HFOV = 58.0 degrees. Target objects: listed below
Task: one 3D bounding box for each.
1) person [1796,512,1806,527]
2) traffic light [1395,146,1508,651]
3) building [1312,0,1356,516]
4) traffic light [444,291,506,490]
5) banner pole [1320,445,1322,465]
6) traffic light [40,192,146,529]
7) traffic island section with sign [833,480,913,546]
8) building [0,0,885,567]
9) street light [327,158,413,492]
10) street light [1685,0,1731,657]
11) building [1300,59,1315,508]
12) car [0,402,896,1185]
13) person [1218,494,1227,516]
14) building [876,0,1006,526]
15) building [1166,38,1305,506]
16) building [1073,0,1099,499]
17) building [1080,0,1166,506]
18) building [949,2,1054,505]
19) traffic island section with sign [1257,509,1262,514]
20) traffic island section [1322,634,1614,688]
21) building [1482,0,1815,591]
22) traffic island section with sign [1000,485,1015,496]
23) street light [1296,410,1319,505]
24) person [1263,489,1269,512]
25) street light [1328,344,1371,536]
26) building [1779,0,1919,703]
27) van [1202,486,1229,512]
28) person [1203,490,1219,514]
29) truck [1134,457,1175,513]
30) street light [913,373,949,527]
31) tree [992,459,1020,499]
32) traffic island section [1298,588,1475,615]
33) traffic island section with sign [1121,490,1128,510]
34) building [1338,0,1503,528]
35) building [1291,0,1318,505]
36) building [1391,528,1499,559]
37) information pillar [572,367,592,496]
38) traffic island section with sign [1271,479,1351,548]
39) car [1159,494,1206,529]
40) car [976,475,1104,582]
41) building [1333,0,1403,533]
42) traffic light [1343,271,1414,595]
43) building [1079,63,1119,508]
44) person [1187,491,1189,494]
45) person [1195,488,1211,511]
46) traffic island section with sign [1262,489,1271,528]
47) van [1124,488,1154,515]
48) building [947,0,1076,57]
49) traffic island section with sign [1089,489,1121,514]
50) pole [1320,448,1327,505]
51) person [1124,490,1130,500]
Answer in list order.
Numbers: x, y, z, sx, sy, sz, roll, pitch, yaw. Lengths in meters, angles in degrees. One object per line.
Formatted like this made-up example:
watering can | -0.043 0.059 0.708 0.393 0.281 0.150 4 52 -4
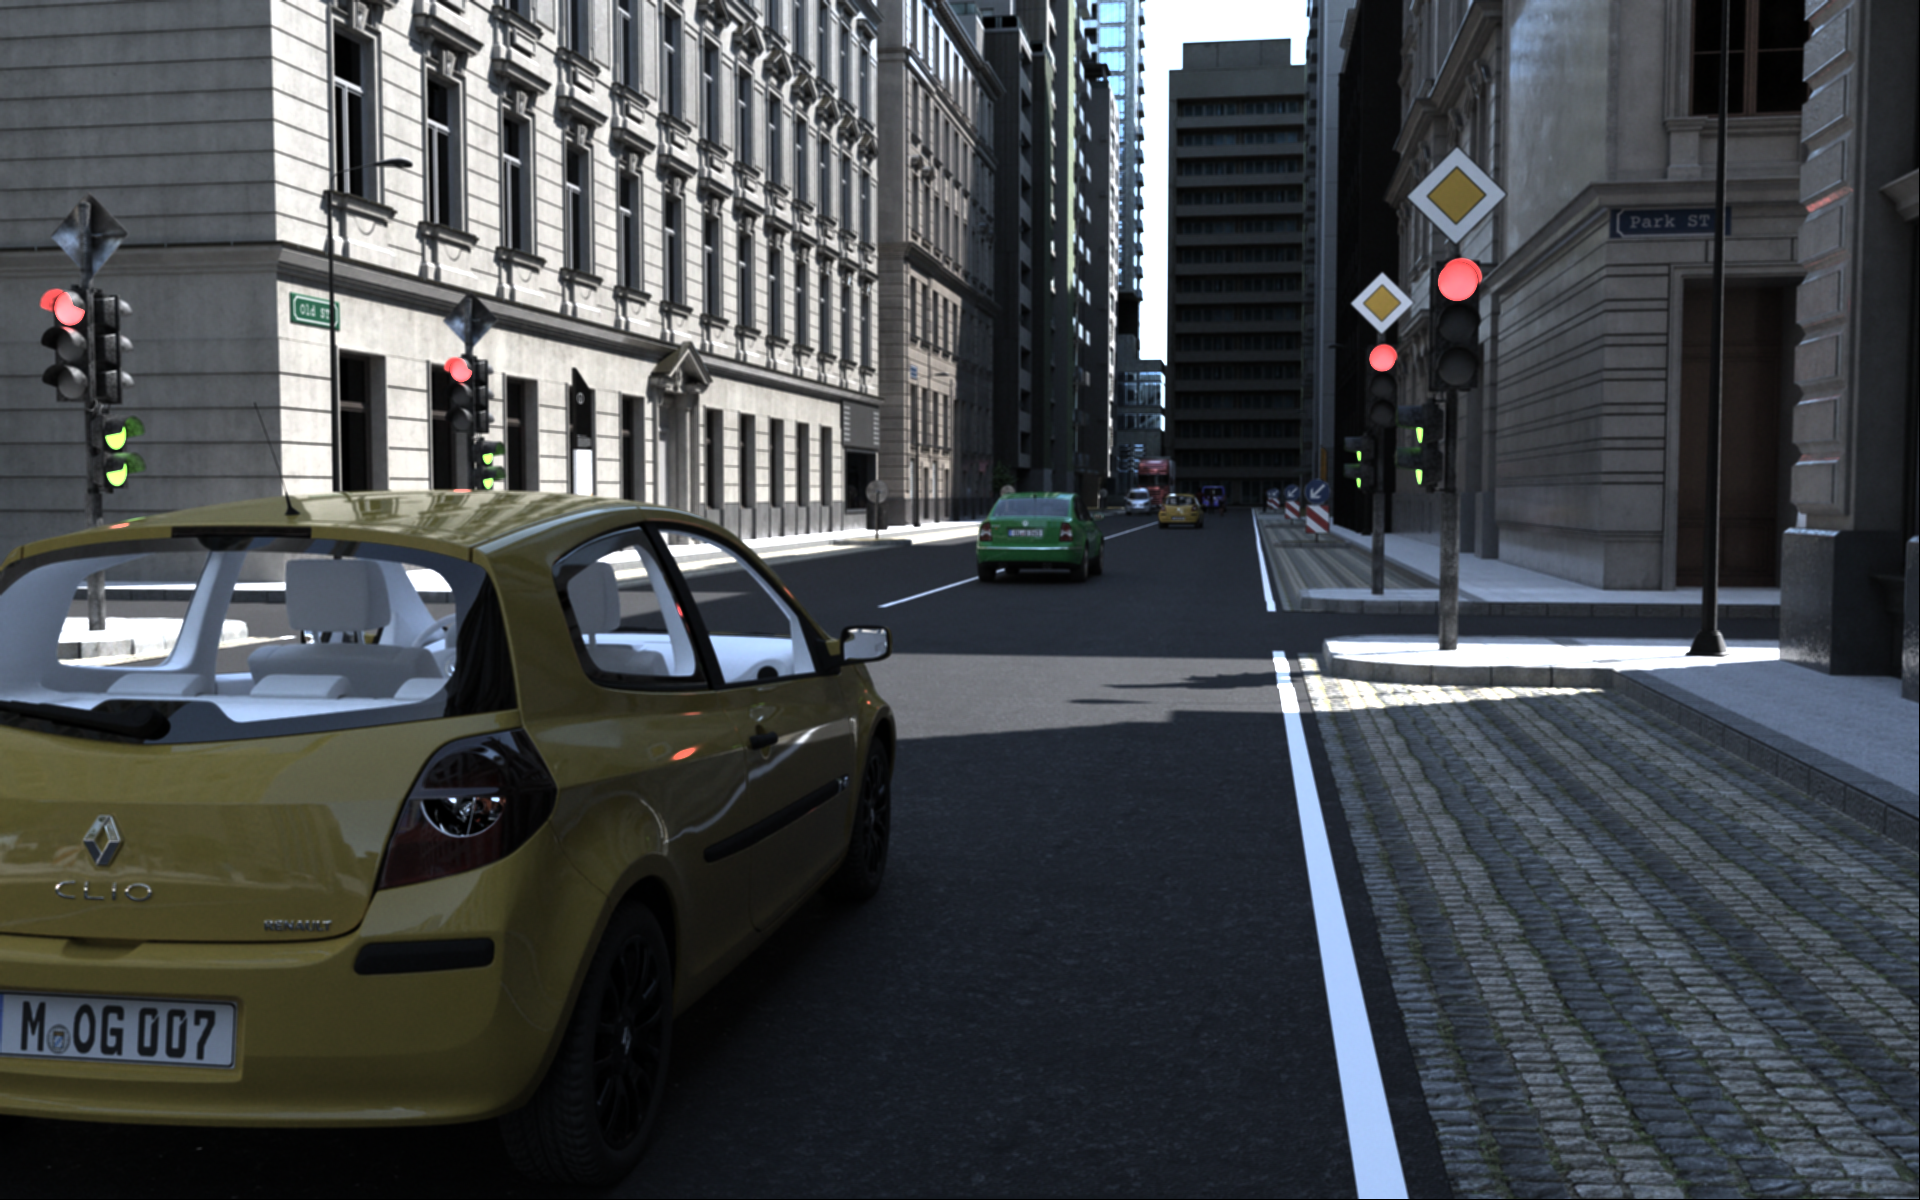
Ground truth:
person | 9.597 -0.508 19.408 0.503 1.515 0.523 2 4 28
traffic light | 4.003 -1.544 14.158 0.839 4.253 0.868 1 4 9
building | 33.413 -34.737 109.954 21.231 58.520 28.212 1 4 9
traffic light | -6.775 -2.148 24.035 0.839 4.253 0.868 1 4 9
banner pole | 18.386 -5.989 87.936 0.401 3.779 0.863 2 4 28
traffic light | -8.094 -1.666 16.159 0.839 4.253 0.868 1 4 9
traffic island section with sign | -2.385 -2.445 48.606 1.989 1.847 2.006 1 4 9
building | -13.992 -16.518 46.480 17.030 29.872 44.131 1 4 9
street light | -8.246 -3.158 24.170 1.470 5.913 1.316 1 4 9
street light | 5.434 -2.519 13.722 1.470 5.913 1.316 1 4 9
building | 39.171 -29.275 162.239 14.154 41.232 14.086 1 4 9
car | -1.297 0.312 5.117 2.015 1.641 3.980 1 4 9
person | 17.230 -6.223 113.486 0.421 1.427 0.697 -2 4 -26
building | -5.729 -17.337 80.717 12.463 27.353 25.104 1 4 9
building | 33.595 -34.553 188.649 21.600 48.544 21.300 1 4 9
building | -1.085 -31.989 142.636 23.786 49.044 30.456 1 4 9
building | 7.432 -53.793 192.179 31.000 86.520 22.319 1 4 9
building | -2.036 -20.476 106.491 14.160 30.474 14.107 1 4 9
traffic island section with sign | 22.172 -6.965 122.503 1.989 1.847 2.006 1 4 9
traffic island section | 4.041 0.490 14.265 2.009 0.180 2.903 1 4 9
building | 18.999 -11.592 25.679 21.152 22.565 11.583 1 4 9
traffic island section with sign | 2.071 -4.076 75.274 1.989 1.847 2.006 1 4 9
street light | 19.273 -7.545 95.896 1.470 5.913 1.316 1 4 9
person | 22.591 -7.318 128.166 0.705 1.821 1.348 0 4 -5
street light | 12.091 -4.964 53.709 1.470 5.913 1.316 1 4 9
building | 9.550 -10.640 2.842 11.050 23.489 19.941 1 4 9
van | 20.320 -8.195 138.373 2.240 2.365 5.245 1 4 10
person | 17.802 -6.944 122.559 1.217 1.766 0.721 0 4 -2
truck | 15.001 -8.770 132.307 2.839 4.237 11.283 1 4 9
street light | -1.108 -5.748 66.517 1.470 5.913 1.316 1 4 9
tree | 2.220 -6.255 96.870 1.663 3.219 1.824 0 3 0
traffic island section | 5.359 0.009 22.141 2.009 0.180 2.903 1 4 9
traffic island section with sign | 14.902 -8.758 151.827 1.989 1.847 2.006 1 4 9
building | 25.407 -18.028 82.154 14.401 28.519 23.554 1 4 9
building | 39.110 -31.770 139.047 23.786 49.044 30.456 1 4 9
building | 18.280 -15.653 43.312 14.401 28.519 23.554 1 4 9
information pillar | -7.054 -2.506 32.333 0.183 3.616 0.504 2 4 23
traffic island section with sign | 9.433 -2.310 46.402 1.989 1.847 2.006 1 4 9
car | 9.370 -3.854 73.238 2.015 1.641 3.980 1 4 11
car | 1.434 -1.277 29.674 1.959 1.807 4.718 1 4 10
building | 20.394 -14.273 63.047 12.332 23.373 15.834 1 4 9
traffic light | 5.321 -2.025 22.034 0.839 4.253 0.868 1 4 9
building | 8.135 -29.632 168.083 14.086 41.232 14.154 1 4 9
person | 23.088 -10.223 176.184 0.617 1.759 0.750 -2 4 -31
person | 14.498 -5.885 104.683 1.348 1.831 0.705 1 4 21
traffic island section with sign | 13.911 -3.947 73.162 1.989 1.847 2.006 1 4 9
van | 12.141 -6.760 117.531 2.013 2.044 4.112 0 4 8
building | 0.297 -26.694 120.039 14.154 41.232 14.086 1 4 9
traffic island section with sign | 10.338 -7.095 124.627 1.989 1.847 2.006 1 4 9
pole | 16.064 -5.073 76.794 0.158 3.312 0.155 0 3 0
person | 13.398 -7.893 138.255 0.721 1.736 1.217 3 4 37
